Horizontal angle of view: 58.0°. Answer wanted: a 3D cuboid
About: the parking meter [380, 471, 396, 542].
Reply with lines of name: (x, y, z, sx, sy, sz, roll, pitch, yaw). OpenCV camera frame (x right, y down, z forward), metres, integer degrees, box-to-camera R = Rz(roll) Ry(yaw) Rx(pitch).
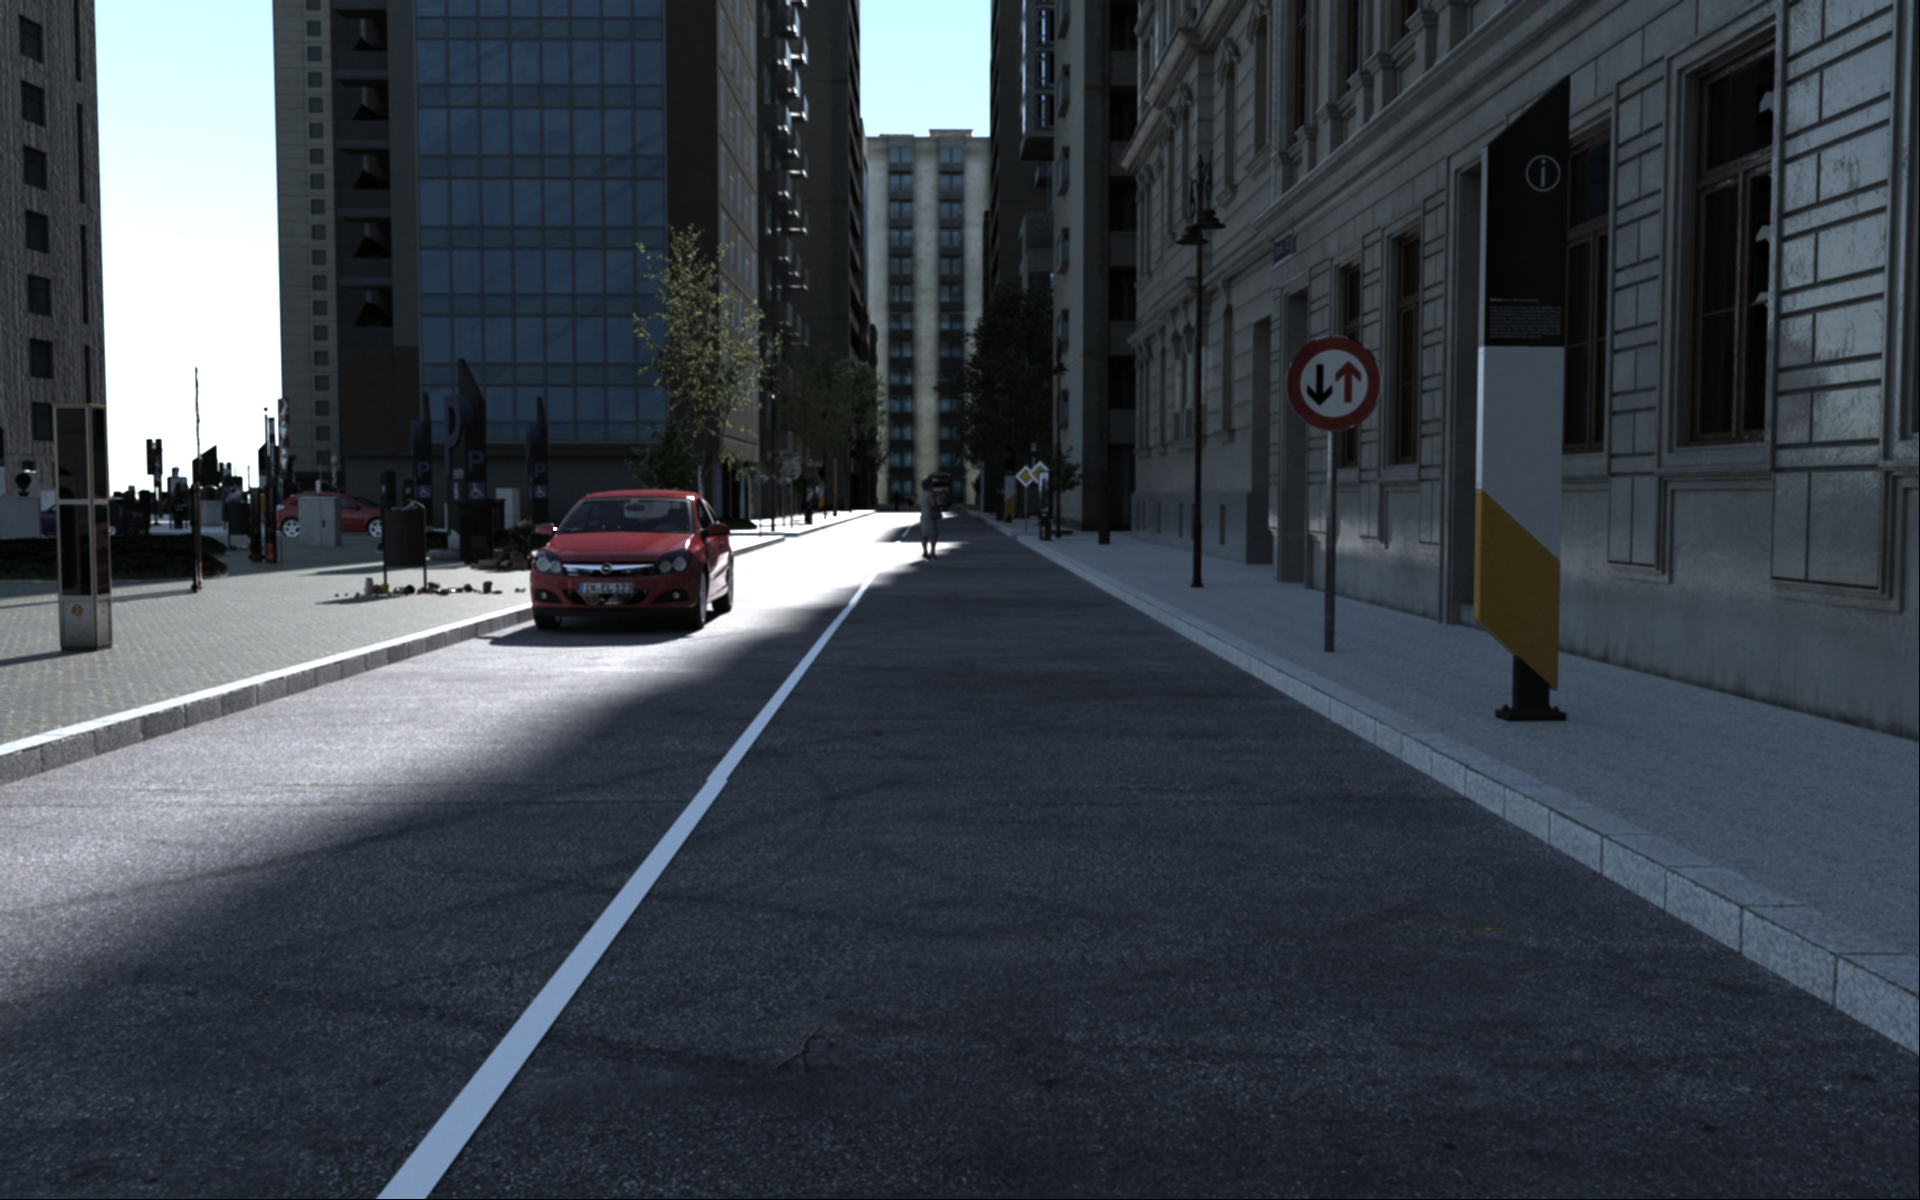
parking meter: (-14.341, -2.309, 43.459, 0.255, 1.863, 0.399, -3, 5, -44)

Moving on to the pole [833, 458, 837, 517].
pole: (-7.046, -6.348, 97.640, 0.158, 3.312, 0.155, 0, 3, 0)

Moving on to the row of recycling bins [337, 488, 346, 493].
row of recycling bins: (-39.374, -6.361, 111.122, 1.069, 1.692, 3.534, -1, 4, -11)

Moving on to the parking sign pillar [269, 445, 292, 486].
parking sign pillar: (-34.568, -6.098, 88.172, 1.447, 3.967, 1.447, 1, 4, 14)

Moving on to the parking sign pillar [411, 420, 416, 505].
parking sign pillar: (-14.082, -3.481, 45.388, 1.447, 3.967, 1.447, -1, 4, -19)

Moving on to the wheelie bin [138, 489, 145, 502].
wheelie bin: (-49.781, -5.980, 105.679, 0.693, 1.594, 0.980, -2, 4, -26)

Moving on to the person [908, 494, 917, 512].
person: (-3.731, -7.704, 137.642, 0.799, 1.438, 0.628, 0, 4, 8)

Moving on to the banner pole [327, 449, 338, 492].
banner pole: (-34.690, -6.463, 95.686, 0.863, 3.779, 0.401, 2, 4, 29)

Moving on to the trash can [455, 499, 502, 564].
trash can: (-8.879, -1.233, 31.806, 0.748, 1.137, 0.748, 0, 3, 0)

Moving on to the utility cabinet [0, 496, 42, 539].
utility cabinet: (-24.604, -2.086, 45.271, 1.020, 1.237, 0.306, -1, 4, -23)

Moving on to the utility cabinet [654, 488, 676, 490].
utility cabinet: (-10.235, -3.155, 60.266, 1.173, 1.500, 0.318, 3, 5, 40)

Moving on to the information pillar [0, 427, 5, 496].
information pillar: (-28.616, -3.670, 51.362, 0.183, 3.616, 0.504, 3, 5, 44)

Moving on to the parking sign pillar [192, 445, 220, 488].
parking sign pillar: (-41.040, -6.470, 94.263, 1.447, 3.967, 1.447, 0, 4, -5)

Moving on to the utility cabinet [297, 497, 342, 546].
utility cabinet: (-15.972, -1.959, 43.196, 1.020, 1.237, 0.306, 1, 4, 11)

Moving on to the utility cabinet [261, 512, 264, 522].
utility cabinet: (-32.042, -4.191, 79.689, 0.306, 1.237, 1.020, 2, 4, 30)

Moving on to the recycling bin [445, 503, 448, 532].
recycling bin: (-14.147, -2.221, 48.861, 0.722, 1.027, 0.722, -1, 4, -16)

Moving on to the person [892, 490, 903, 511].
person: (-5.406, -8.585, 148.879, 0.705, 1.822, 1.348, 3, 5, 41)

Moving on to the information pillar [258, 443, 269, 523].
information pillar: (-30.598, -5.187, 76.157, 0.504, 3.616, 0.183, 1, 4, 13)

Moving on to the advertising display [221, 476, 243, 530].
advertising display: (-26.027, -3.472, 61.982, 0.123, 1.923, 0.974, 1, 4, 17)

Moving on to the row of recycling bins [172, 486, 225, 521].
row of recycling bins: (-36.928, -4.728, 84.420, 3.534, 1.692, 1.069, 1, 4, 20)

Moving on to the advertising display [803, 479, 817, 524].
advertising display: (-6.417, -4.173, 73.439, 0.123, 1.923, 0.974, 1, 4, 16)

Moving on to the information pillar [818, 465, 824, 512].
information pillar: (-9.669, -7.925, 120.931, 0.504, 3.616, 0.183, -1, 4, -15)

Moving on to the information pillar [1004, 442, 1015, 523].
information pillar: (2.234, -5.291, 77.865, 0.504, 3.616, 0.183, 0, 4, -7)

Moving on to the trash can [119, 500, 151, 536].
trash can: (-20.935, -1.978, 43.988, 0.748, 1.137, 0.748, 0, 3, 0)

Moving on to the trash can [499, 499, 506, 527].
trash can: (-13.864, -2.438, 51.518, 0.748, 1.137, 0.748, 0, 3, 0)

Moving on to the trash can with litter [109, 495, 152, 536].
trash can with litter: (-24.198, -2.390, 50.126, 2.233, 1.210, 1.678, -1, 4, -21)

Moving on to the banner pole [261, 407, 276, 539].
banner pole: (-19.801, -3.653, 49.738, 0.401, 3.779, 0.863, -3, 5, -44)

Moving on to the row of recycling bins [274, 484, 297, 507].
row of recycling bins: (-28.038, -3.957, 71.815, 1.069, 1.692, 3.534, -1, 4, -17)

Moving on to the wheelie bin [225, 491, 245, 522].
wheelie bin: (-33.784, -4.431, 80.350, 0.693, 1.594, 0.980, 0, 4, -2)

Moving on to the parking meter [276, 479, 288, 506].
parking meter: (-26.244, -3.753, 67.071, 0.399, 1.863, 0.255, 0, 4, 1)

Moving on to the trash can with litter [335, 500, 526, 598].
trash can with litter: (-6.781, -0.690, 22.337, 2.233, 1.210, 1.678, 0, 4, -7)

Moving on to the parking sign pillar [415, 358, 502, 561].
parking sign pillar: (-9.680, -2.780, 33.930, 1.447, 3.967, 1.447, -2, 4, -32)

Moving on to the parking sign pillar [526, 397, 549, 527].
parking sign pillar: (-11.556, -3.603, 47.388, 1.447, 3.967, 1.447, -1, 4, -19)

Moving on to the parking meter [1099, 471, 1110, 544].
parking meter: (3.696, -2.362, 44.336, 0.255, 1.863, 0.399, 1, 4, 11)

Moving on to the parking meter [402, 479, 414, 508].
parking meter: (-20.286, -3.547, 63.708, 0.399, 1.863, 0.255, -1, 4, -10)

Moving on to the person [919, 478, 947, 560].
person: (-0.564, -1.762, 37.660, 0.532, 1.782, 0.716, -2, 4, -30)

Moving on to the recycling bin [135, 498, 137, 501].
recycling bin: (-54.067, -6.123, 112.658, 0.722, 1.027, 0.722, 2, 4, 26)

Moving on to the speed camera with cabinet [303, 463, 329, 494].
speed camera with cabinet: (-41.614, -7.159, 111.385, 0.660, 3.252, 2.038, 3, 5, 40)

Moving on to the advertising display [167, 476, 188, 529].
advertising display: (-28.885, -3.593, 63.961, 0.123, 1.923, 0.974, 1, 4, 14)

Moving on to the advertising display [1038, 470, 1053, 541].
advertising display: (2.352, -2.600, 47.719, 0.123, 1.923, 0.974, -1, 4, -15)

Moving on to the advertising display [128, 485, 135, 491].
advertising display: (-60.396, -7.408, 126.328, 0.123, 1.923, 0.974, 0, 4, -4)

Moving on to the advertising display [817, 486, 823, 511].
advertising display: (-10.645, -7.756, 132.029, 0.974, 1.923, 0.123, 3, 5, 39)

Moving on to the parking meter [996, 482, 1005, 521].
parking meter: (1.921, -4.699, 82.540, 0.255, 1.863, 0.399, 3, 5, 41)

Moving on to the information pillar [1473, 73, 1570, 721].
information pillar: (3.171, -1.126, 9.757, 0.504, 3.616, 0.183, 0, 4, -6)

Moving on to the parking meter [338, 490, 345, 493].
parking meter: (-35.299, -5.535, 98.905, 0.372, 1.533, 0.369, 0, 3, 0)

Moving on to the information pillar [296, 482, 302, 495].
information pillar: (-39.521, -6.050, 103.403, 0.304, 2.012, 0.304, 1, 4, 8)

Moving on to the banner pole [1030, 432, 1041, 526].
banner pole: (3.094, -4.924, 70.531, 0.401, 3.779, 0.863, -2, 4, -34)

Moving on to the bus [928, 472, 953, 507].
bus: (-2.216, -12.208, 191.143, 2.896, 3.916, 12.252, 0, 4, 0)

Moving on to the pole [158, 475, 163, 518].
pole: (-42.988, -6.068, 93.047, 0.158, 3.312, 0.155, 0, 3, 0)

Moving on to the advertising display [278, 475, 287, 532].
advertising display: (-22.997, -3.278, 58.813, 0.123, 1.923, 0.974, -2, 4, -31)

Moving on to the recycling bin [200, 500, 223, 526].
recycling bin: (-30.239, -3.504, 69.847, 0.722, 1.027, 0.722, -3, 5, -44)

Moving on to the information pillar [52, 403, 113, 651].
information pillar: (-7.194, -0.594, 14.210, 0.304, 2.012, 0.304, 0, 4, -2)

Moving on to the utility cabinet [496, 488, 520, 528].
utility cabinet: (-16.514, -3.343, 63.332, 0.318, 1.500, 1.173, -3, 5, -45)

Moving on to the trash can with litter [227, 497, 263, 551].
trash can with litter: (-16.881, -1.743, 39.557, 2.233, 1.210, 1.678, -3, 5, -41)

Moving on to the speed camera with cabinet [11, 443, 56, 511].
speed camera with cabinet: (-35.365, -4.427, 66.725, 2.038, 3.252, 0.660, 0, 4, -1)

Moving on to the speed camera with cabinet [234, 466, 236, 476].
speed camera with cabinet: (-51.806, -7.811, 122.048, 2.038, 3.252, 0.660, 0, 4, -4)
